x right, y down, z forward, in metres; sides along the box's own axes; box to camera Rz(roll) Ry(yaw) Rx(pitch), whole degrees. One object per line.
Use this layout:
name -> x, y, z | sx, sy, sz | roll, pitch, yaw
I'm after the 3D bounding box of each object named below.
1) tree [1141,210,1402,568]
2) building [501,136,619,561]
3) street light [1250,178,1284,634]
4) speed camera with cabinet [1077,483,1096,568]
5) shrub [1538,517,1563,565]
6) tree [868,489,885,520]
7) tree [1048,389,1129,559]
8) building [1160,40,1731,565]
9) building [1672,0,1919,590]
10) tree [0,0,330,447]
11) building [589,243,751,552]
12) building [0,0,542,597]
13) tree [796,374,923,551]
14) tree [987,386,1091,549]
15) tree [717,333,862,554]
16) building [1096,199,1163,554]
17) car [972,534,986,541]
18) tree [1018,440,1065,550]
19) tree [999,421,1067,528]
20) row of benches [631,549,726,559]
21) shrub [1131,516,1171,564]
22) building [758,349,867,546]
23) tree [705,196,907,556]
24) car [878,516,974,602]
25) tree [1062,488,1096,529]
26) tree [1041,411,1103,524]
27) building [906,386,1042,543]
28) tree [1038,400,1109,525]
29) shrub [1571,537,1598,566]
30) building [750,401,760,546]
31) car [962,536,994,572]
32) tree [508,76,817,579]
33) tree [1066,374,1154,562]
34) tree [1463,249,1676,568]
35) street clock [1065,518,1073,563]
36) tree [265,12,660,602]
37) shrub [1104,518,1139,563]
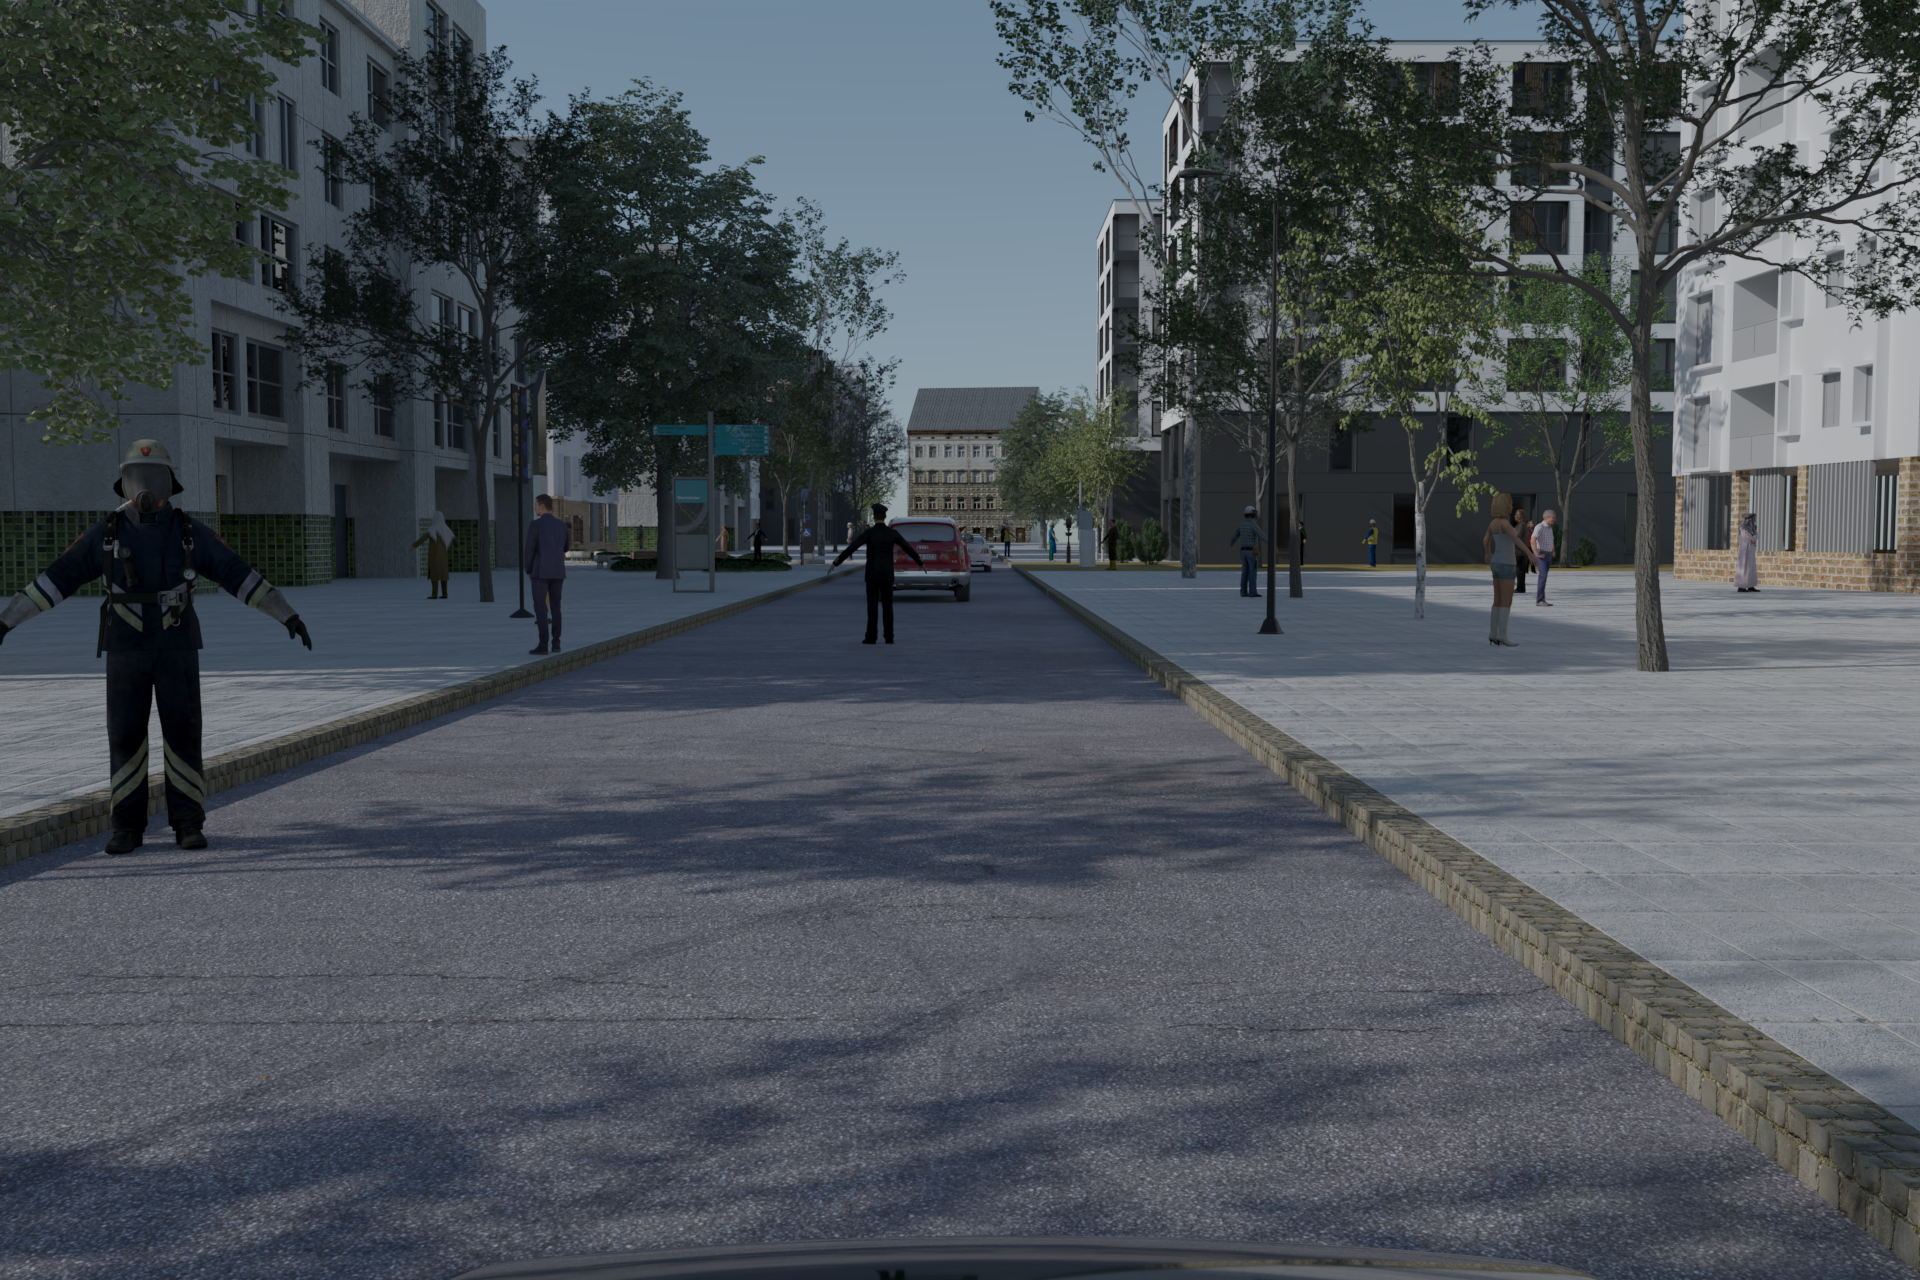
tree -> 11.461, -9.496, 65.627 | 12.009, 13.543, 11.850 | 0, 3, 0
building -> -24.017, -13.908, 83.821 | 16.016, 20.090, 11.380 | 0, 4, -1
street light -> 4.547, -3.033, 22.133 | 1.470, 5.913, 1.316 | 0, 3, 0
speed camera with cabinet -> 4.840, -4.398, 66.240 | 0.660, 3.252, 2.038 | 0, 4, 1
shrub -> 24.184, -4.118, 71.377 | 1.661, 2.075, 1.752 | 0, 3, 0
tree -> -14.361, -19.663, 255.894 | 7.601, 10.594, 8.767 | 0, 4, -2
tree -> 6.710, -8.368, 87.179 | 4.737, 8.622, 4.395 | 0, 3, 0
building -> 23.945, -14.948, 88.368 | 27.936, 21.610, 32.646 | 0, 3, 0
building -> 25.369, -11.654, 46.964 | 16.016, 20.090, 11.380 | 0, 4, 0
tree -> -9.502, -5.912, 14.795 | 7.486, 12.596, 7.792 | 0, 3, 0
building -> -25.188, -15.598, 121.489 | 16.747, 18.905, 31.486 | 0, 4, 1
building -> -24.301, -11.255, 50.469 | 16.747, 18.905, 31.486 | 0, 4, 0
tree -> -7.872, -13.589, 132.554 | 12.009, 13.543, 11.850 | 0, 3, 0
tree -> 7.094, -14.883, 149.985 | 9.857, 13.997, 8.962 | 0, 3, 0
tree -> -8.362, -8.931, 80.433 | 8.767, 10.594, 7.601 | 2, 4, 34
building -> 23.385, -17.013, 122.145 | 27.936, 21.610, 32.646 | 0, 4, 0
car -> 0.931, -7.181, 127.626 | 2.015, 1.641, 3.980 | 0, 4, 0
tree -> 6.738, -11.377, 136.382 | 4.737, 8.622, 4.395 | 0, 3, 0
tree -> 7.458, -14.939, 162.385 | 7.486, 12.596, 7.792 | 0, 3, 0
row of benches -> -11.867, -3.492, 72.561 | 4.104, 0.672, 1.422 | -1, 4, -22
shrub -> 8.071, -4.207, 73.211 | 1.690, 2.028, 1.600 | 0, 3, 0
building -> -25.808, -22.257, 207.873 | 27.936, 21.610, 32.646 | 0, 4, 0
tree -> -9.176, -14.937, 100.117 | 12.611, 20.169, 13.585 | 0, 3, 0
car -> -0.819, -1.807, 38.211 | 2.281, 1.827, 5.304 | 0, 4, -1
tree -> 18.176, -20.447, 252.439 | 7.486, 12.596, 7.792 | 0, 3, 0
tree -> 7.060, -9.317, 102.697 | 4.737, 8.622, 4.395 | 0, 3, 0
building -> 2.766, -25.947, 257.620 | 18.063, 23.208, 19.493 | 1, 4, 9
tree -> 6.506, -8.768, 93.714 | 4.737, 8.622, 4.395 | 0, 3, 0
shrub -> 24.973, -3.555, 69.245 | 1.383, 1.207, 1.383 | 0, 3, 0
building -> -27.094, -19.598, 176.854 | 16.016, 20.090, 11.380 | 0, 4, 1
car -> 0.271, -3.304, 66.375 | 2.083, 1.381, 4.827 | 0, 4, 0
tree -> -8.331, -8.709, 49.049 | 9.857, 13.997, 8.962 | 0, 3, 0
tree -> 6.818, -7.985, 80.918 | 4.737, 8.622, 4.395 | 0, 3, 0
tree -> 22.657, -8.498, 64.698 | 9.928, 11.665, 9.643 | 0, 3, 0
street clock -> 4.751, -4.354, 75.754 | 0.358, 2.002, 0.471 | 0, 4, -1
tree -> -9.184, -5.979, 32.163 | 8.767, 10.594, 7.601 | 3, 5, 42
shrub -> 7.131, -4.402, 76.392 | 1.690, 2.028, 1.600 | 0, 3, 0
